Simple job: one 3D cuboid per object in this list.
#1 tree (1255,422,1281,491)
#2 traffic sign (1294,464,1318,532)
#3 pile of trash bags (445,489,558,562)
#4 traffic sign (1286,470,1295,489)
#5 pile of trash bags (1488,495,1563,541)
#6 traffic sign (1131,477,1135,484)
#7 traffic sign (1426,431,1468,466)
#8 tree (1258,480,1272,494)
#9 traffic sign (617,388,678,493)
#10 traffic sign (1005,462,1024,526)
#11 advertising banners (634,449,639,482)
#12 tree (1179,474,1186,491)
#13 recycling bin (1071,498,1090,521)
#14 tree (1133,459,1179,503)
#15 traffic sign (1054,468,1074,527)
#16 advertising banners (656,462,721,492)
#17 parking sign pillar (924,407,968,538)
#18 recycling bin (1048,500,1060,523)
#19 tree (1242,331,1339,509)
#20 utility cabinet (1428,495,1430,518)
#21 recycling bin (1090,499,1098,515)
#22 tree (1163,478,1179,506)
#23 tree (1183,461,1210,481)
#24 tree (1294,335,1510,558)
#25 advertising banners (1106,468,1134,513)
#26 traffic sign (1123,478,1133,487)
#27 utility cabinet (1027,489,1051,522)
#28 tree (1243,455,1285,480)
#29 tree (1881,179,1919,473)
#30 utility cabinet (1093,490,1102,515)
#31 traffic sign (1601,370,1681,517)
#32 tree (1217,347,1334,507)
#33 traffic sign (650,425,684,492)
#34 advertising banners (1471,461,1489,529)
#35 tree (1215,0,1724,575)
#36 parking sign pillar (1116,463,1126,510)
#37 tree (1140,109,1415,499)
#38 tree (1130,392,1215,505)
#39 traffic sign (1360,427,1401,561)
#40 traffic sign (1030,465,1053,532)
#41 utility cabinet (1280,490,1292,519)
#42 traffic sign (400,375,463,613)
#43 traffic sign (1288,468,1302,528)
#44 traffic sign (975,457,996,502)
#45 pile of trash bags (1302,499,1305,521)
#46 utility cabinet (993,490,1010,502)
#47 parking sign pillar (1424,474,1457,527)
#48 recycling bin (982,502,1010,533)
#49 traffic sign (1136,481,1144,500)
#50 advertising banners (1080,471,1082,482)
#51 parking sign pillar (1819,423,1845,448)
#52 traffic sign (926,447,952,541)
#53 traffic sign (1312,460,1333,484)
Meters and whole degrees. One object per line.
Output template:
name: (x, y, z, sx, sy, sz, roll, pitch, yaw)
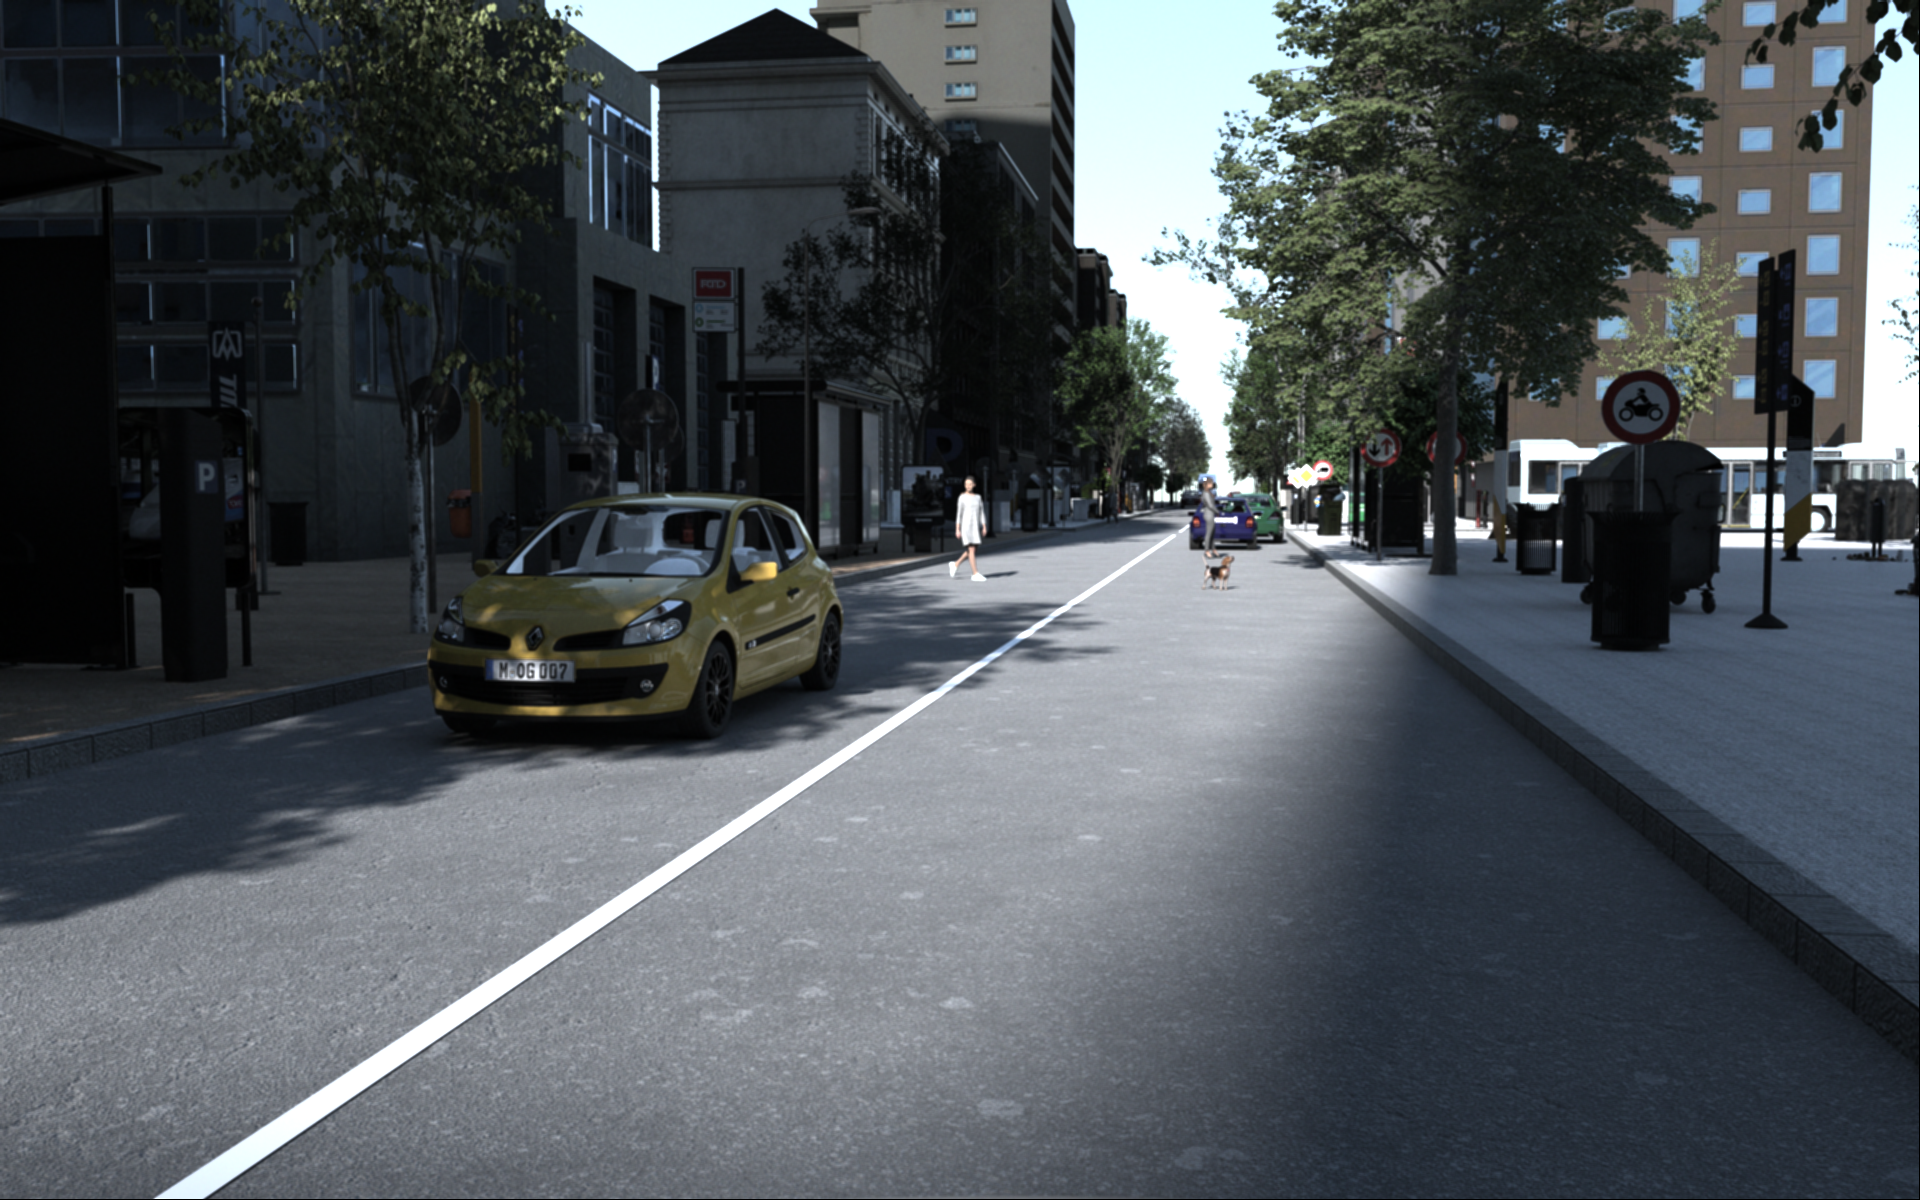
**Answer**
tree: (27.969, -12.551, 155.573, 4.360, 8.622, 3.978, 0, 3, 0)
traffic sign: (11.552, -3.313, 57.811, 0.795, 2.450, 0.064, 1, 4, 9)
pile of trash bags: (-8.650, -1.489, 34.102, 1.912, 1.369, 3.447, 2, 4, 33)
traffic sign: (18.204, -5.767, 94.295, 0.884, 2.594, 0.081, 1, 4, 11)
pile of trash bags: (16.223, -2.343, 48.065, 1.912, 1.369, 3.447, -1, 4, -15)
traffic sign: (13.040, -8.061, 131.802, 0.884, 2.594, 0.081, 1, 4, 14)
traffic sign: (9.412, -2.045, 33.540, 0.768, 2.556, 0.104, 1, 4, 14)
tree: (40.193, -14.154, 226.014, 1.663, 3.219, 1.824, 0, 3, 0)
traffic sign: (-3.775, -1.273, 20.920, 0.768, 2.556, 0.104, 1, 4, 9)
traffic sign: (2.141, -4.187, 68.559, 0.768, 2.556, 0.104, 1, 4, 18)
advertising banners: (-7.366, -2.599, 38.674, 0.090, 3.025, 2.074, 0, 4, 2)
tree: (29.420, -15.485, 236.896, 4.285, 4.588, 4.351, 0, 3, 0)
recycling bin: (5.682, -4.241, 81.889, 0.722, 1.027, 0.722, 0, 4, 4)
tree: (17.370, -10.596, 156.957, 4.285, 4.588, 4.351, 0, 3, 0)
traffic sign: (4.031, -3.882, 67.114, 0.795, 2.450, 0.064, 1, 4, 9)
advertising banners: (-6.941, -2.953, 44.467, 2.074, 3.025, 0.090, -2, 4, -29)
parking sign pillar: (-0.418, -3.844, 51.323, 1.447, 3.967, 1.447, 0, 4, 3)
recycling bin: (4.016, -3.893, 76.197, 0.722, 1.027, 0.722, 0, 4, 0)
tree: (20.179, -11.211, 109.049, 9.928, 11.665, 9.643, 0, 3, 0)
utility cabinet: (25.798, -5.083, 94.272, 1.020, 1.237, 0.306, 3, 5, 44)
recycling bin: (7.110, -5.017, 94.586, 0.722, 1.027, 0.722, -2, 4, -30)
tree: (22.686, -11.819, 187.842, 1.663, 3.219, 1.824, 0, 3, 0)
tree: (39.901, -22.322, 299.375, 7.601, 10.594, 8.767, -2, 4, -25)
tree: (9.456, -3.170, 35.548, 4.285, 4.588, 4.351, 0, 3, 0)
advertising banners: (10.527, -7.265, 114.975, 2.074, 3.025, 0.090, 0, 4, 3)
traffic sign: (12.655, -7.994, 130.808, 0.768, 2.556, 0.104, 1, 4, 17)
utility cabinet: (3.615, -4.275, 78.577, 1.173, 1.500, 0.318, 0, 4, -3)
tree: (41.600, -18.612, 238.723, 8.767, 10.594, 7.601, -3, 5, -42)
tree: (22.390, -5.375, 38.252, 4.360, 8.622, 3.978, 0, 3, 0)
utility cabinet: (8.152, -5.709, 102.016, 0.318, 1.500, 1.173, -1, 4, -12)
traffic sign: (7.001, -1.086, 17.868, 0.768, 2.556, 0.104, 1, 4, 17)
tree: (22.948, -12.757, 125.584, 9.611, 12.733, 9.660, 0, 3, 0)
traffic sign: (-4.950, -1.755, 28.800, 0.768, 2.556, 0.104, 1, 4, 19)
advertising banners: (19.521, -4.215, 65.110, 0.090, 3.025, 2.074, 0, 4, -1)
tree: (8.064, -6.657, 26.974, 7.486, 12.596, 7.792, 0, 3, 0)
parking sign pillar: (12.941, -9.160, 138.245, 1.447, 3.967, 1.447, 0, 4, -3)
tree: (15.795, -14.097, 86.383, 12.611, 20.169, 13.585, 0, 3, 0)
tree: (26.205, -18.527, 213.287, 12.009, 13.543, 11.850, 0, 3, 0)
traffic sign: (8.020, -2.016, 33.069, 0.768, 2.556, 0.104, 1, 4, 15)
traffic sign: (2.772, -3.400, 59.229, 0.795, 2.450, 0.064, 1, 4, 9)
utility cabinet: (16.677, -4.862, 88.174, 0.318, 1.500, 1.173, 2, 4, 33)
traffic sign: (-5.676, -1.129, 18.569, 0.768, 2.556, 0.104, 1, 4, 16)
traffic sign: (12.811, -3.795, 65.697, 0.795, 2.450, 0.064, 1, 4, 9)
traffic sign: (0.874, -3.670, 60.117, 0.768, 2.556, 0.104, 1, 4, 18)
pile of trash bags: (17.399, -4.403, 81.742, 3.447, 1.369, 1.912, 1, 4, 13)
utility cabinet: (2.254, -5.015, 90.675, 1.173, 1.500, 0.318, -2, 4, -29)
parking sign pillar: (18.606, -4.825, 67.365, 1.447, 3.967, 1.447, 0, 4, 6)
recycling bin: (1.195, -2.720, 57.019, 0.722, 1.027, 0.722, 2, 4, 27)
traffic sign: (14.245, -8.263, 137.228, 0.606, 2.300, 0.079, 1, 4, 17)
advertising banners: (8.865, -8.140, 129.269, 0.090, 3.025, 2.074, 1, 4, 16)
parking sign pillar: (33.076, -4.734, 65.869, 1.447, 3.967, 1.447, -3, 4, -37)
traffic sign: (-0.656, -2.913, 47.639, 0.884, 2.594, 0.081, 1, 4, 16)
traffic sign: (13.498, -3.939, 64.507, 0.768, 2.556, 0.104, 1, 4, 13)
